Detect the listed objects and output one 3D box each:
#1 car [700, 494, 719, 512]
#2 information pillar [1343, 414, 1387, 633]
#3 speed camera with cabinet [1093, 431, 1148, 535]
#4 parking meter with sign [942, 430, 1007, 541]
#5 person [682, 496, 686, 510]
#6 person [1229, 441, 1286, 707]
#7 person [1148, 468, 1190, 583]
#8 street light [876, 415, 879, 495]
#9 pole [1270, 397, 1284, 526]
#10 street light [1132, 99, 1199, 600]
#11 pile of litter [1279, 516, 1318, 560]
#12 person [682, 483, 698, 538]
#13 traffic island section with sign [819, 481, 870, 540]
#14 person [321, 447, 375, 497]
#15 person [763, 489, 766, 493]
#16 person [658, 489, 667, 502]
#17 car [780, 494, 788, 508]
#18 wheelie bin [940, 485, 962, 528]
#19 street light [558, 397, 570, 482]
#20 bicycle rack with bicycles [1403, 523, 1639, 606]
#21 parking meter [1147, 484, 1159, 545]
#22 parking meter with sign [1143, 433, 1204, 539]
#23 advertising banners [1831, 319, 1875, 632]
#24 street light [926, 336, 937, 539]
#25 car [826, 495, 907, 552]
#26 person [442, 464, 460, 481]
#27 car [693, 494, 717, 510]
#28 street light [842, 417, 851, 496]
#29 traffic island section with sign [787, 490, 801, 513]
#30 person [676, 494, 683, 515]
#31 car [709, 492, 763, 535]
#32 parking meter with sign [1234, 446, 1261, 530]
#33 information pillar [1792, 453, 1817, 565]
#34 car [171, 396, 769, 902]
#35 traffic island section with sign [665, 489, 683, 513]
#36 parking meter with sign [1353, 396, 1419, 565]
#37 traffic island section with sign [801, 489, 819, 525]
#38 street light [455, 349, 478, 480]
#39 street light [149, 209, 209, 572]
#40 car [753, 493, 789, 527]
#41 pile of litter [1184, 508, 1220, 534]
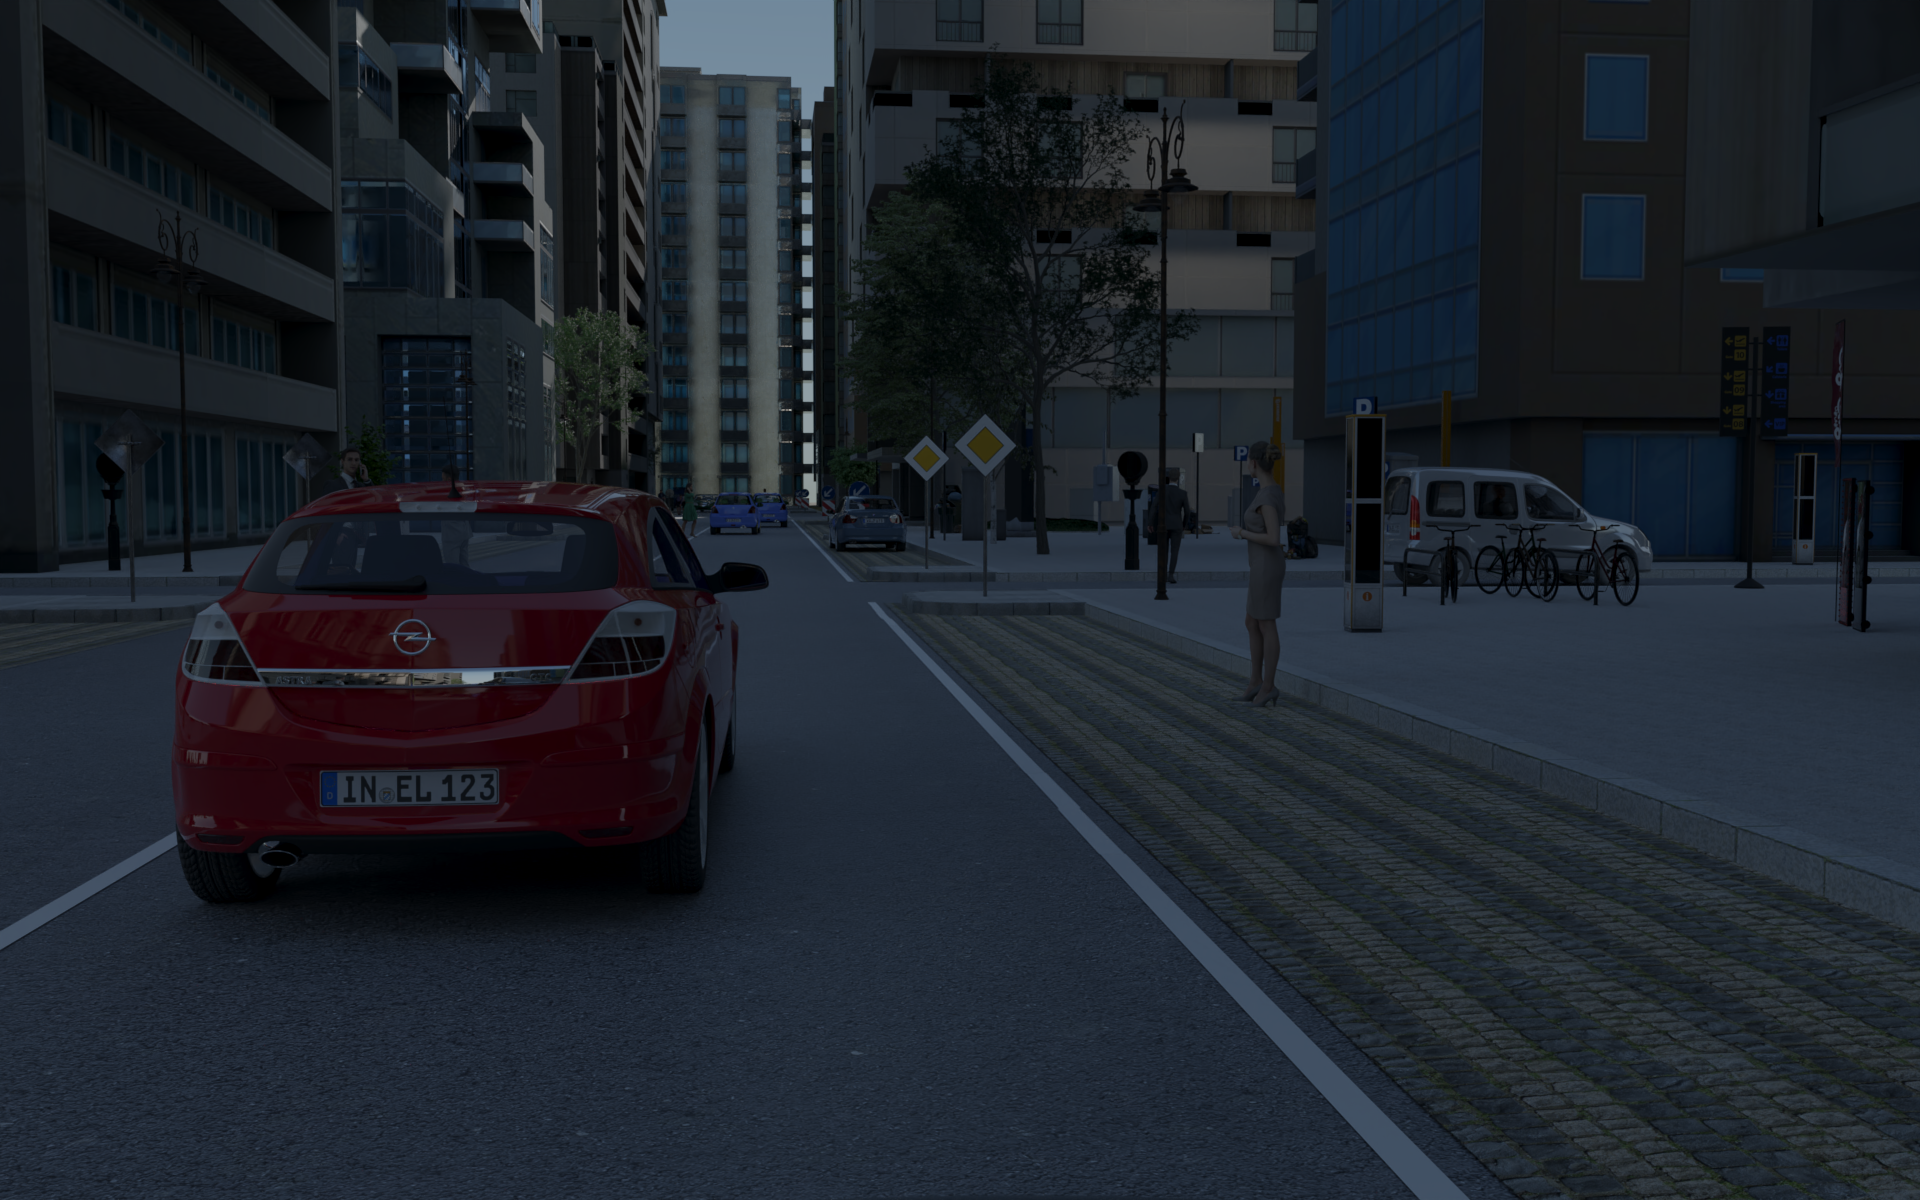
[{"bbox_3d":[-20.318,-7.944,141.680,2.131,1.459,4.920,0,4,-7],"label":"car"},{"bbox_3d":[3.759,-0.710,16.099,0.304,2.012,0.304,0,4,-1],"label":"information pillar"},{"bbox_3d":[5.202,-3.653,54.067,2.038,3.252,0.660,2,4,28],"label":"speed camera with cabinet"},{"bbox_3d":[0.399,-3.148,47.725,1.738,3.016,0.543,0,4,-3],"label":"parking meter with sign"},{"bbox_3d":[-19.044,-6.608,119.725,0.799,1.438,0.628,3,5,42],"label":"person"},{"bbox_3d":[1.990,-0.168,11.590,0.374,1.781,0.599,1,4,11],"label":"person"},{"bbox_3d":[3.395,-1.204,27.958,0.659,1.850,0.755,1,4,13],"label":"person"},{"bbox_3d":[-3.708,-6.383,77.155,0.468,5.910,1.993,0,4,-6],"label":"street light"},{"bbox_3d":[6.647,-2.602,36.383,0.158,3.312,0.155,0,3,0],"label":"pole"},{"bbox_3d":[2.447,-2.940,20.860,0.468,5.910,1.993,0,4,-6],"label":"street light"},{"bbox_3d":[6.456,-1.249,34.380,1.719,0.858,1.176,-3,4,-38],"label":"pile of litter"},{"bbox_3d":[-8.836,-2.920,56.489,0.529,1.795,0.600,1,4,9],"label":"person"},{"bbox_3d":[-3.306,-2.800,54.405,1.989,1.847,2.006,0,4,-6],"label":"traffic island section with sign"},{"bbox_3d":[-6.117,-0.584,17.411,0.474,1.900,0.648,1,4,9],"label":"person"},{"bbox_3d":[-13.723,-6.918,121.629,0.705,1.821,1.348,-1,4,-23],"label":"person"},{"bbox_3d":[-21.419,-7.093,124.913,0.683,1.767,0.568,-3,4,-36],"label":"person"},{"bbox_3d":[-9.814,-4.904,88.969,1.959,1.807,4.718,0,4,-7],"label":"car"},{"bbox_3d":[-0.254,-3.077,58.212,0.693,1.594,0.980,-3,5,-42],"label":"wheelie bin"},{"bbox_3d":[-18.765,-6.697,82.283,0.468,5.910,1.993,0,4,-6],"label":"street light"},{"bbox_3d":[6.592,-0.465,20.987,2.852,0.926,2.925,0,4,2],"label":"bicycle rack with bicycles"},{"bbox_3d":[4.919,-2.158,43.697,0.372,1.533,0.369,0,3,0],"label":"parking meter"},{"bbox_3d":[6.113,-3.289,50.031,1.738,3.016,0.543,2,4,33],"label":"parking meter with sign"},{"bbox_3d":[8.666,-1.264,16.862,0.090,3.025,2.074,1,4,18],"label":"advertising banners"},{"bbox_3d":[-0.808,-4.707,49.745,0.468,5.910,1.993,0,4,-6],"label":"street light"},{"bbox_3d":[-2.382,-1.967,44.159,2.014,1.417,4.499,0,4,-8],"label":"car"},{"bbox_3d":[-6.346,-0.789,21.574,0.466,1.800,0.511,0,4,6],"label":"person"},{"bbox_3d":[-20.047,-7.571,135.582,2.131,1.459,4.920,0,4,-7],"label":"car"},{"bbox_3d":[-6.804,-8.031,104.087,0.468,5.910,1.993,0,4,-6],"label":"street light"},{"bbox_3d":[-11.822,-7.470,130.769,1.989,1.847,2.006,0,4,-6],"label":"traffic island section with sign"},{"bbox_3d":[-19.061,-6.484,117.752,0.421,1.427,0.697,-2,4,-31],"label":"person"},{"bbox_3d":[-8.060,-3.222,62.277,1.945,1.707,3.694,0,4,-5],"label":"car"},{"bbox_3d":[10.375,-4.004,61.730,0.543,3.016,1.738,-1,4,-16],"label":"parking meter with sign"},{"bbox_3d":[15.250,-1.639,31.284,0.304,2.012,0.304,1,4,12],"label":"information pillar"},{"bbox_3d":[-1.933,0.087,7.625,2.155,1.783,4.494,0,4,-5],"label":"car"},{"bbox_3d":[-21.670,-7.404,129.686,1.989,1.847,2.006,0,4,-6],"label":"traffic island section with sign"},{"bbox_3d":[7.982,-2.158,31.547,1.738,3.016,0.543,-2,4,-30],"label":"parking meter with sign"},{"bbox_3d":[-6.318,-4.451,81.401,1.989,1.847,2.006,0,4,-6],"label":"traffic island section with sign"},{"bbox_3d":[-15.740,-5.049,55.343,0.468,5.910,1.993,0,4,-6],"label":"street light"},{"bbox_3d":[-12.743,-3.401,28.401,0.468,5.910,1.993,0,4,-6],"label":"street light"},{"bbox_3d":[-8.414,-4.034,75.552,1.945,1.707,3.694,0,4,-8],"label":"car"},{"bbox_3d":[7.601,-2.546,55.587,1.719,0.858,1.176,-1,4,-16],"label":"pile of litter"}]
